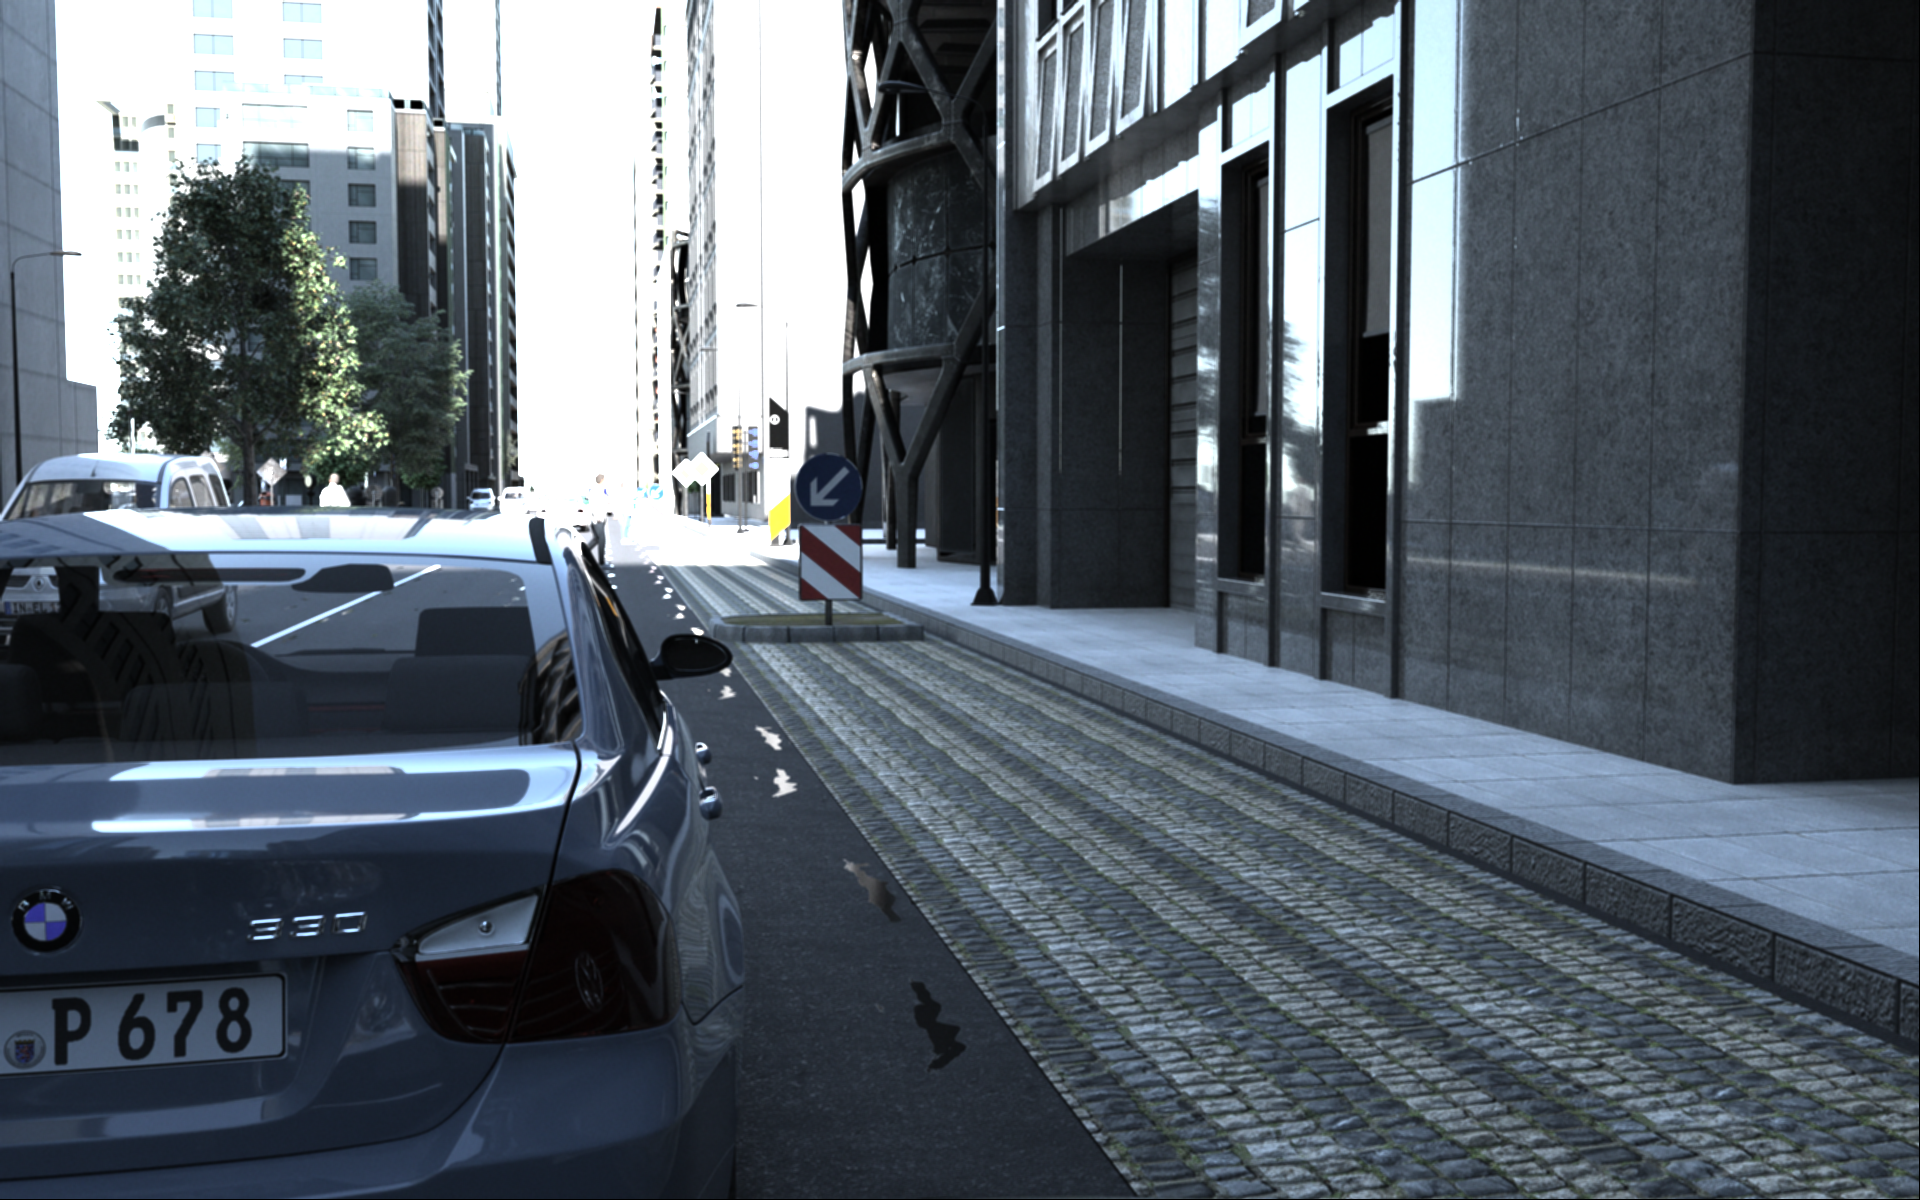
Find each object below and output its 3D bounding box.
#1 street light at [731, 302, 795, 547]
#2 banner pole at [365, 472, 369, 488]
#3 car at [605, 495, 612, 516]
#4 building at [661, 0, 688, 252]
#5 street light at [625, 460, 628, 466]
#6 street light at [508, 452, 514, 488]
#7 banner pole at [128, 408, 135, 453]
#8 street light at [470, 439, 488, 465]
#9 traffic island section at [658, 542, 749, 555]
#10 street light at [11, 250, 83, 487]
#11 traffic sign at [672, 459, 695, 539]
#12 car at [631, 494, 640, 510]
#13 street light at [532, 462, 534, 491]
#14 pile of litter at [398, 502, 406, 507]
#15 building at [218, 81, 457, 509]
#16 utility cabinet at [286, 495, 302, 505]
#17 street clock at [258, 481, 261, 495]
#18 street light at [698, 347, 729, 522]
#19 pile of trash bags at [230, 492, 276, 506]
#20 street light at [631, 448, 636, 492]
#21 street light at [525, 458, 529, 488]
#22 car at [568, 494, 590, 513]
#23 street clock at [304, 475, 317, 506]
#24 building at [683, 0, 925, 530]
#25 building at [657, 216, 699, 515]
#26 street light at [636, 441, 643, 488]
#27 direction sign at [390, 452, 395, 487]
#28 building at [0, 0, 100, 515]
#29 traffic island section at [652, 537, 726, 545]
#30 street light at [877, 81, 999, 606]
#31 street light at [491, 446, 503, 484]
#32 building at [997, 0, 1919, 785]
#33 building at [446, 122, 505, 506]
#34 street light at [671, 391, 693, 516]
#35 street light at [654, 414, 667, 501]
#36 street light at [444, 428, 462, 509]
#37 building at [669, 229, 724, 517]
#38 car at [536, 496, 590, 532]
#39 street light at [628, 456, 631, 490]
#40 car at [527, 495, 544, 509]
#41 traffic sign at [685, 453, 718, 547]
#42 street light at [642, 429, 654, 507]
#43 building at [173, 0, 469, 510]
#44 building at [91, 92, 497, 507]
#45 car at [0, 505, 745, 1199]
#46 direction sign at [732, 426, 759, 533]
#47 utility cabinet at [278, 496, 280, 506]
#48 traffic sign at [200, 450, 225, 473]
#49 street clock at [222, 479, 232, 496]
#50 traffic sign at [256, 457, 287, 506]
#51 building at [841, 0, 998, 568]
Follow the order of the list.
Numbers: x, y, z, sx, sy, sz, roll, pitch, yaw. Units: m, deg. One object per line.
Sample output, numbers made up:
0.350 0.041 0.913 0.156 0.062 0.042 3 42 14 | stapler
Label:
-4.751 -4.261 42.205 1.470 5.913 1.316 -1 4 -12 | street light
-37.183 -7.254 108.612 0.401 3.779 0.863 -3 5 -39 | banner pole
-24.044 -6.266 114.809 2.083 1.381 4.827 -1 4 -13 | car
-15.985 -27.588 134.662 14.154 41.232 14.086 -1 4 -12 | building
-39.892 -14.627 211.689 1.470 5.913 1.316 -1 4 -12 | street light
-49.770 -13.330 190.487 1.470 5.913 1.316 -1 4 -12 | street light
-24.123 -3.701 50.535 0.401 3.779 0.863 -2 4 -32 | banner pole
-40.563 -10.577 145.468 1.470 5.913 1.316 -1 4 -12 | street light
-6.224 -1.208 42.028 2.009 0.180 2.903 -1 4 -12 | traffic island section
-17.386 -3.698 33.006 1.470 5.913 1.316 -1 4 -12 | street light
-7.857 -2.821 49.767 0.795 2.450 0.064 -1 4 -12 | traffic sign
-26.119 -7.886 137.736 1.959 1.807 4.718 -1 4 -12 | car
-61.774 -16.883 248.579 1.470 5.913 1.316 -1 4 -12 | street light
-31.559 -5.101 97.364 1.719 0.858 1.176 2 4 30 | pile of litter
-44.715 -21.668 125.981 14.160 30.474 14.107 -1 4 -12 | building
-43.444 -6.220 112.857 1.020 1.237 0.306 -2 4 -32 | utility cabinet
-37.901 -5.473 94.058 0.358 2.002 0.471 -3 4 -38 | street clock
-7.537 -5.040 54.945 1.470 5.913 1.316 -1 4 -12 | street light
-28.934 -3.667 69.710 3.447 1.369 1.912 1 4 23 | pile of trash bags
-32.251 -12.395 175.205 1.470 5.913 1.316 -1 4 -12 | street light
-57.128 -15.496 225.897 1.470 5.913 1.316 -1 4 -12 | street light
-21.239 -5.193 96.704 2.131 1.459 4.920 -1 4 -11 | car
-24.437 -3.708 65.203 0.471 2.002 0.358 2 4 32 | street clock
-4.070 -17.180 74.408 14.314 27.812 24.014 -1 4 -12 | building
-14.673 -15.986 116.118 10.420 20.320 16.860 -1 4 -12 | building
-27.534 -11.026 152.810 1.470 5.913 1.316 -1 4 -12 | street light
-30.463 -6.180 93.041 0.379 3.537 0.876 0 4 -7 | direction sign
-27.425 -35.883 24.944 20.611 71.187 20.563 -1 4 -12 | building
-7.836 -1.686 49.849 2.009 0.180 2.903 -1 4 -12 | traffic island section
-0.240 -2.888 19.768 1.470 5.913 1.316 -1 4 -12 | street light
-45.192 -11.947 167.881 1.470 5.913 1.316 -1 4 -12 | street light
8.313 -11.799 10.938 12.078 24.808 19.932 -1 4 -12 | building
-56.477 -30.638 184.521 14.154 41.232 14.086 -1 4 -12 | building
-12.299 -6.487 78.608 1.470 5.913 1.316 -1 4 -12 | street light
-16.929 -7.859 101.041 1.470 5.913 1.316 -1 4 -12 | street light
-35.860 -9.165 122.391 1.470 5.913 1.316 -1 4 -12 | street light
-8.308 -14.242 100.316 16.820 18.784 16.811 -1 4 -12 | building
-15.249 -3.320 66.636 2.083 1.381 4.827 -1 4 -11 | car
-36.986 -13.828 198.631 1.470 5.913 1.316 -1 4 -12 | street light
-35.886 -8.174 146.002 2.083 1.381 4.827 -1 4 -13 | car
-6.245 -2.343 41.946 0.795 2.450 0.064 -1 4 -12 | traffic sign
-22.934 -9.654 130.391 1.470 5.913 1.316 -1 4 -12 | street light
-50.777 -43.006 141.400 20.563 71.187 20.611 -1 4 -12 | building
-61.157 -28.861 163.755 32.217 40.220 23.993 -1 4 -12 | building
-1.521 0.479 4.176 2.014 1.417 4.499 -1 4 -12 | car
-7.132 -4.011 57.572 0.876 3.537 0.379 -1 4 -15 | direction sign
-36.537 -4.944 91.999 0.306 1.237 1.020 1 4 15 | utility cabinet
-17.263 -2.206 39.705 0.795 2.450 0.064 -1 4 -12 | traffic sign
-35.066 -4.786 82.821 0.471 2.002 0.358 1 4 16 | street clock
-18.875 -2.684 47.526 0.795 2.450 0.064 -1 4 -12 | traffic sign
5.881 -10.250 35.045 16.820 18.784 16.811 -1 4 -12 | building
